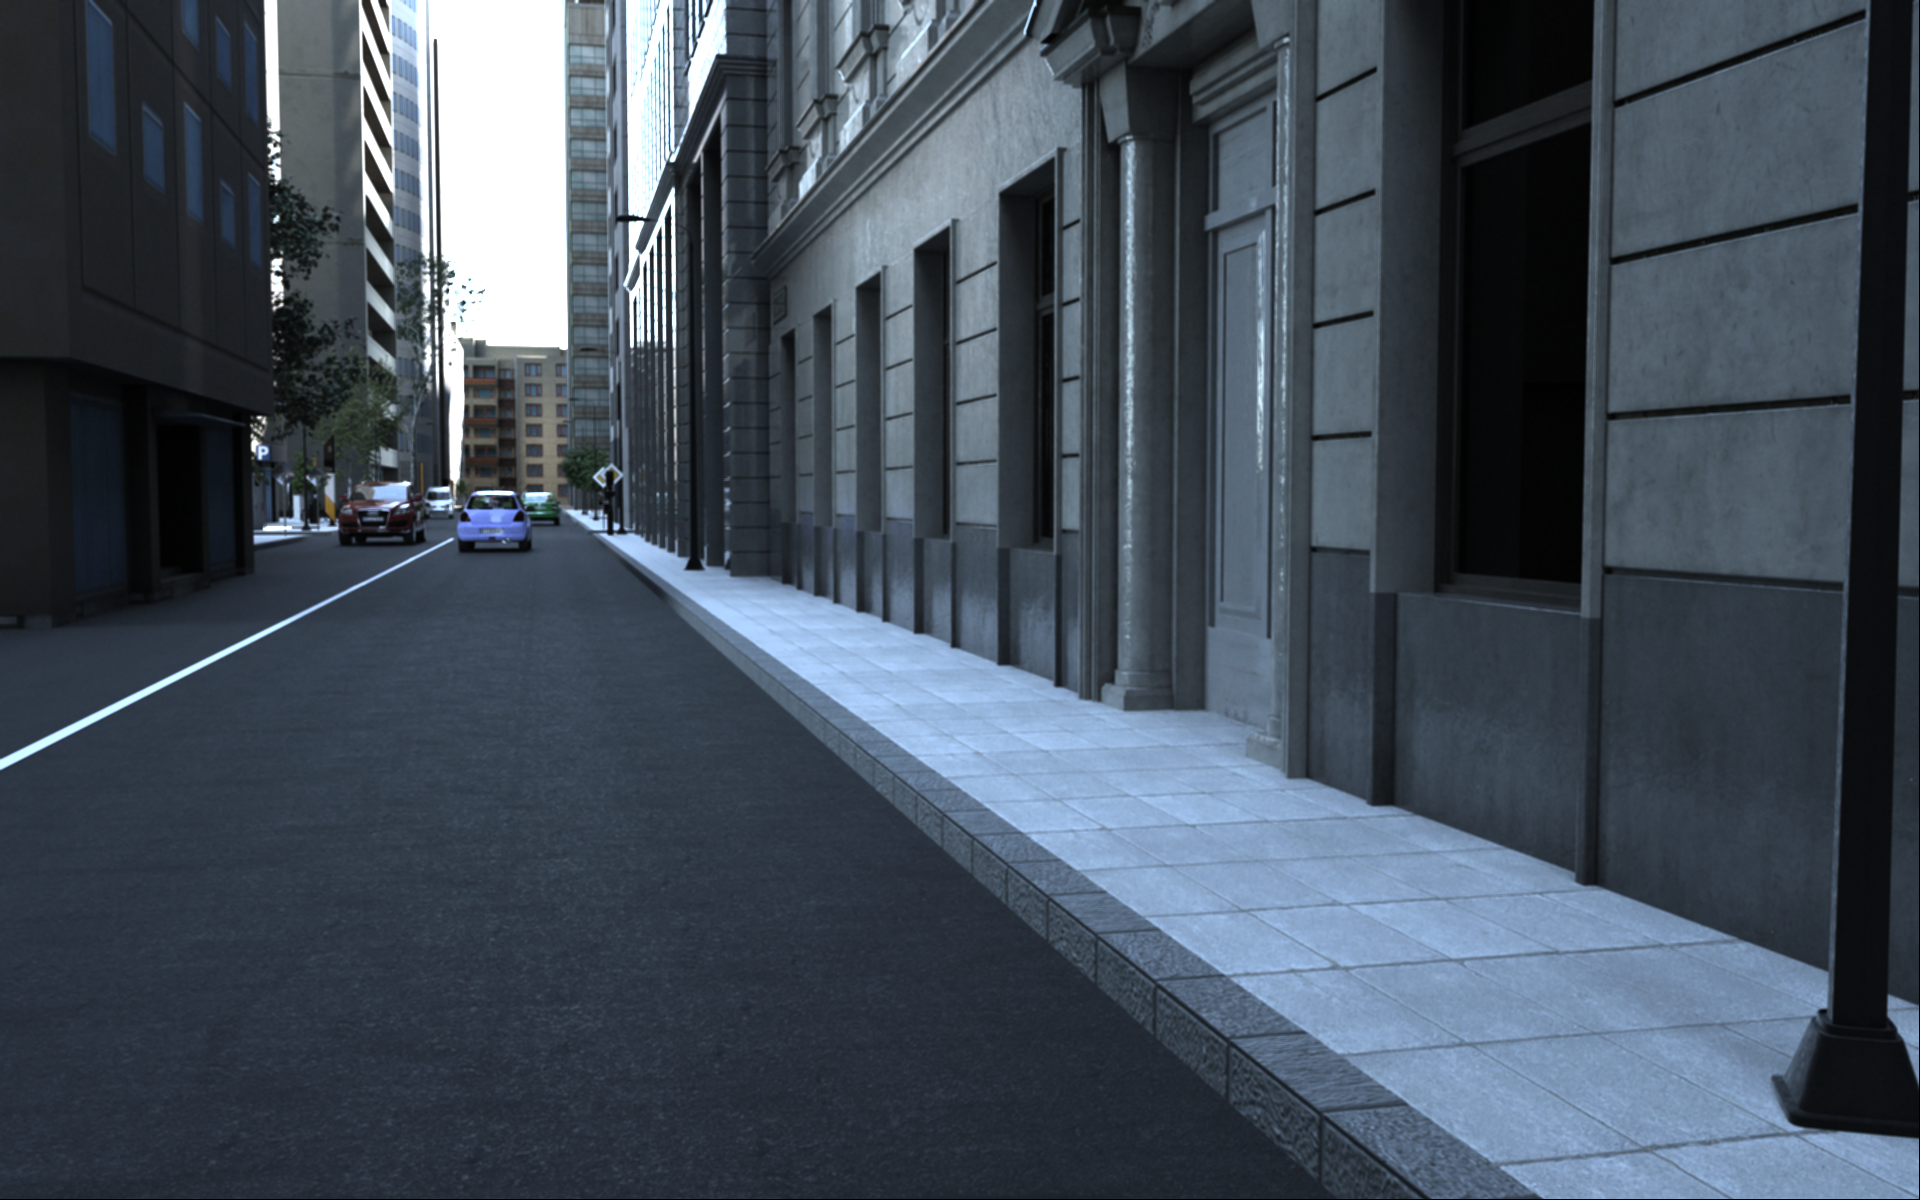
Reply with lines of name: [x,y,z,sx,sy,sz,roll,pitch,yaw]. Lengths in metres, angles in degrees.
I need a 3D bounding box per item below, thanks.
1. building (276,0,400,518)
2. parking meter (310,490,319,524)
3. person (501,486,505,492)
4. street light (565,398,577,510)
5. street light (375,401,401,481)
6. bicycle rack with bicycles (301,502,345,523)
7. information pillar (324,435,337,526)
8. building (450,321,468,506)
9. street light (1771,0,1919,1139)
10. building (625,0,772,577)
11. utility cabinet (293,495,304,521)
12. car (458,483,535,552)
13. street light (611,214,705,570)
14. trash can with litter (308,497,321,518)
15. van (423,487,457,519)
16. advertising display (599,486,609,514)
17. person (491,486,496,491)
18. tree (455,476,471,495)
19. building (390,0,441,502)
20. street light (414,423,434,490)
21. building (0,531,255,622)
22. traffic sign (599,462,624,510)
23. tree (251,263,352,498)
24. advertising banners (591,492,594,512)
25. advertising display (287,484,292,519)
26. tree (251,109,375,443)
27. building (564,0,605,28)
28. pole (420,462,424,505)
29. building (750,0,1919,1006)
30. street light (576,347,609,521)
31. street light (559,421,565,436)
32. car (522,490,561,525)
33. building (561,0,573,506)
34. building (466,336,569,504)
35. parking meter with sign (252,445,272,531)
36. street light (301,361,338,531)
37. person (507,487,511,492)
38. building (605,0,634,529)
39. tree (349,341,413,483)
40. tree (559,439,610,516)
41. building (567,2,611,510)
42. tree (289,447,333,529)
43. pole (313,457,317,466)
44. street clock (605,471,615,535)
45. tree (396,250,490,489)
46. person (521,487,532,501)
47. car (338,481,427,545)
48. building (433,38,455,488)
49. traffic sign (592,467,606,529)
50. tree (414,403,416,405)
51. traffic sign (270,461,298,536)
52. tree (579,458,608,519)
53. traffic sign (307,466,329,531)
building: [-45.382,-29.246,101.879,21.300,48.544,21.600,-1,4,-14]
parking meter: [-27.874,-4.059,74.779,0.372,1.533,0.369,0,3,0]
person: [-20.424,-4.198,77.551,0.576,1.772,0.534,-2,4,-28]
street light: [-18.214,-6.808,83.845,1.470,5.913,1.316,-1,4,-14]
street light: [-28.676,-6.983,86.716,1.470,5.913,1.316,-1,4,-14]
bicycle rack with bicycles: [-28.578,-3.990,78.624,2.925,0.926,2.852,-2,4,-30]
information pillar: [-25.084,-4.746,68.952,0.504,3.616,0.183,2,4,25]
building: [-70.301,-21.155,190.926,28.899,21.520,27.650,-1,4,-14]
street light: [1.333,-1.882,3.306,1.470,5.913,1.316,-1,4,-14]
building: [-1.777,-16.147,41.503,11.434,29.767,29.804,-1,4,-14]
utility cabinet: [-32.154,-4.476,84.337,0.306,1.237,1.020,-3,4,-38]
car: [-11.883,-2.126,44.356,1.945,1.707,3.694,-1,4,-12]
street light: [-5.027,-3.455,29.038,1.470,5.913,1.316,-1,4,-14]
trash can with litter: [-34.752,-4.971,92.670,1.055,1.170,0.624,1,4,18]
van: [-30.544,-5.781,101.523,2.013,2.044,4.112,-1,4,-15]
advertising display: [-22.274,-6.343,108.915,0.974,1.923,0.123,-1,4,-15]
person: [-22.284,-4.545,82.827,0.388,1.821,0.555,3,4,38]
tree: [-51.648,-11.339,179.986,1.663,3.219,1.824,0,3,0]
building: [-55.354,-36.819,143.981,21.231,58.520,28.212,-1,4,-14]
street light: [-34.822,-8.562,112.524,1.470,5.913,1.316,-1,4,-14]
building: [-17.625,-22.749,22.062,14.600,45.320,14.200,-1,4,-14]
traffic sign: [-11.070,-3.147,55.094,0.795,2.450,0.064,-1,4,-14]
tree: [-20.415,-6.052,49.319,4.737,8.622,4.395,0,3,0]
advertising banners: [-25.870,-7.676,121.683,0.090,3.025,2.074,-1,4,-16]
advertising display: [-34.940,-5.203,90.285,0.123,1.923,0.974,-2,4,-28]
tree: [-18.348,-7.453,38.863,9.611,12.733,9.660,0,3,0]
building: [-23.998,-35.608,171.436,28.713,52.752,27.495,-1,4,-14]
pole: [-34.747,-7.215,111.814,0.158,3.312,0.155,0,3,0]
building: [9.813,-14.062,6.330,17.030,29.872,44.131,-1,4,-14]
street light: [-11.324,-5.042,54.985,1.470,5.913,1.316,-1,4,-14]
street light: [-24.395,-8.384,109.620,1.470,5.913,1.316,-1,4,-14]
car: [-19.562,-4.394,80.640,1.959,1.807,4.718,-1,4,-13]
building: [-34.324,-40.103,197.677,21.231,58.520,28.212,-1,4,-14]
building: [-63.865,-23.403,227.672,28.899,21.520,27.650,-1,4,-14]
parking meter with sign: [-24.975,-3.966,61.100,0.543,3.016,1.738,0,4,8]
street light: [-22.304,-5.376,60.445,1.470,5.913,1.316,-1,4,-14]
person: [-26.926,-5.814,103.336,0.755,1.850,0.659,0,4,-3]
building: [-4.383,-38.827,73.069,20.611,71.187,20.563,-1,4,-14]
tree: [-29.345,-8.076,82.400,4.737,8.622,4.395,0,3,0]
tree: [-22.442,-7.372,104.242,4.285,4.588,4.351,0,3,0]
building: [-26.575,-28.516,149.825,14.154,41.232,14.086,-1,4,-14]
tree: [-24.500,-4.284,64.651,1.663,3.219,1.824,0,3,0]
pole: [-35.056,-6.137,94.189,0.158,3.312,0.155,0,3,0]
street clock: [-10.911,-3.023,54.002,0.358,2.002,0.471,-1,4,-10]
tree: [-40.440,-16.400,124.027,12.611,20.169,13.585,0,3,0]
person: [-23.860,-5.331,95.512,0.661,1.843,0.795,-2,4,-26]
car: [-16.714,-2.544,50.274,2.281,1.827,5.304,-1,4,-12]
building: [-56.550,-31.574,166.350,14.600,45.320,14.200,-1,4,-14]
traffic sign: [-12.942,-3.622,62.857,0.795,2.450,0.064,-1,4,-14]
tree: [-30.693,-8.571,90.493,4.737,8.622,4.395,0,3,0]
traffic sign: [-20.597,-3.008,52.826,0.795,2.450,0.064,-1,4,-14]
tree: [-18.941,-5.895,90.986,1.663,3.219,1.824,0,3,0]
traffic sign: [-22.469,-3.483,60.589,0.795,2.450,0.064,-1,4,-14]
